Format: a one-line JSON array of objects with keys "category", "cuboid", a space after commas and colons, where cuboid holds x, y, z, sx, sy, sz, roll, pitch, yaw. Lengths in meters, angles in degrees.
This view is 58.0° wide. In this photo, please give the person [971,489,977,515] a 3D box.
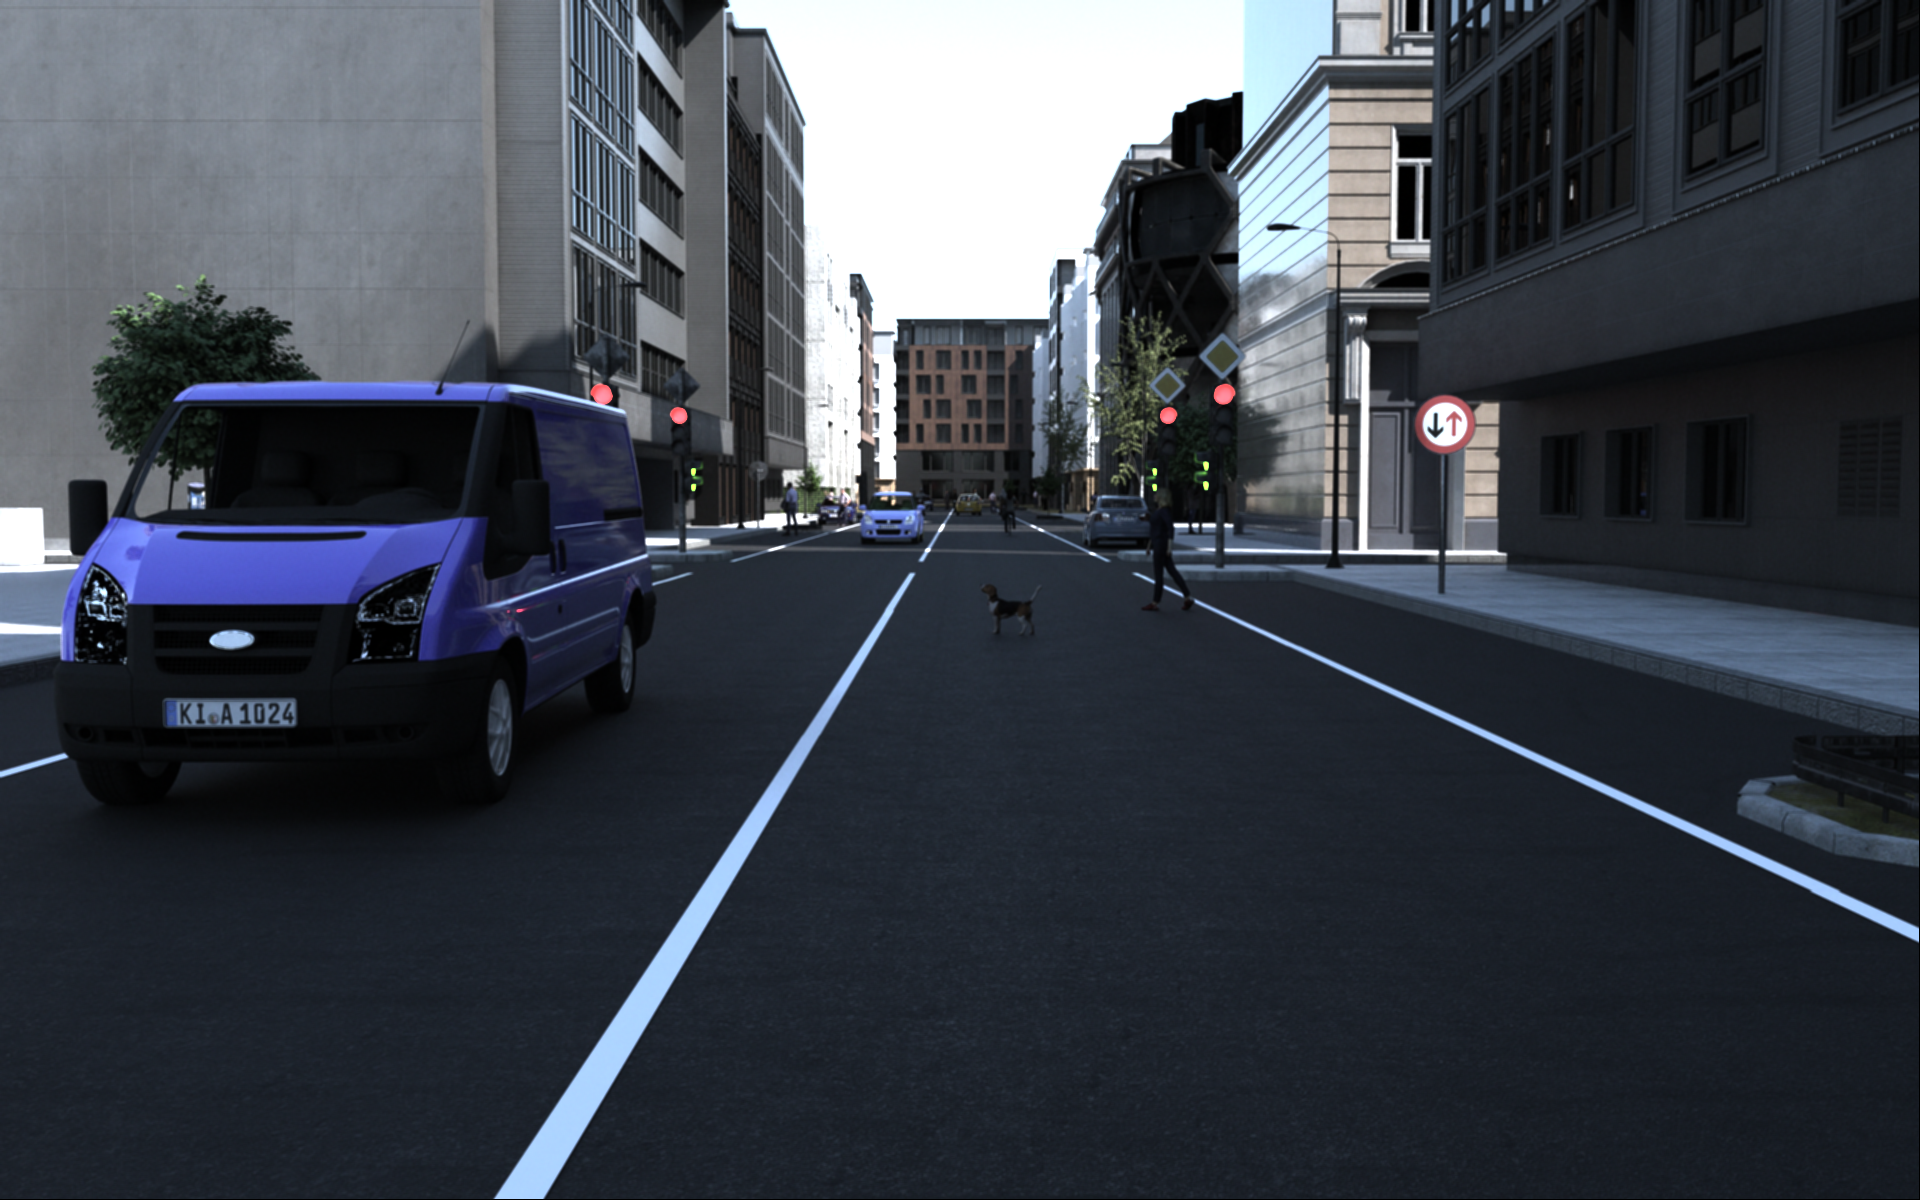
[{"category": "person", "cuboid": [0.964, -6.827, 120.141, 0.705, 1.821, 1.348, -1, 4, -12]}]

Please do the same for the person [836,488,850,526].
[{"category": "person", "cuboid": [-5.248, -4.154, 77.349, 0.436, 1.711, 0.756, -2, 4, -35]}]

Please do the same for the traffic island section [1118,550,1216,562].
[{"category": "traffic island section", "cuboid": [4.536, -0.961, 37.992, 2.009, 0.180, 2.903, 0, 3, 0]}]

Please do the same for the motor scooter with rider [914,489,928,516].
[{"category": "motor scooter with rider", "cuboid": [-2.169, -5.155, 93.248, 0.876, 1.779, 1.986, 0, 4, 1]}]

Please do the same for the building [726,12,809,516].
[{"category": "building", "cuboid": [-16.578, -18.509, 96.132, 14.314, 27.812, 24.014, 0, 3, 0]}]

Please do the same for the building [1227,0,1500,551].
[{"category": "building", "cuboid": [17.881, -15.812, 44.435, 20.117, 28.700, 13.634, 0, 3, 0]}]

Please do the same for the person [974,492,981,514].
[{"category": "person", "cuboid": [1.036, -7.122, 124.925, 1.348, 1.826, 0.705, -3, 4, -39]}]

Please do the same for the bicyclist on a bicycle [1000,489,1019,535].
[{"category": "bicyclist on a bicycle", "cuboid": [1.729, -3.071, 60.229, 1.499, 1.676, 1.625, 0, 4, 2]}]

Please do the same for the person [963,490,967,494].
[{"category": "person", "cuboid": [0.468, -9.620, 165.916, 1.348, 1.807, 0.705, 2, 4, 26]}]

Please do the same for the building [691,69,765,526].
[{"category": "building", "cuboid": [-15.700, -15.061, 75.929, 12.332, 23.373, 15.834, 0, 3, 0]}]

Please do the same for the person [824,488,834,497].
[{"category": "person", "cuboid": [-7.833, -5.878, 103.612, 0.517, 1.644, 0.566, -2, 4, -26]}]

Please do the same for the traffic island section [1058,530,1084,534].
[{"category": "traffic island section", "cuboid": [4.581, -2.465, 63.173, 1.991, 0.108, 1.994, 0, 3, 0]}]

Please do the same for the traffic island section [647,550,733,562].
[{"category": "traffic island section", "cuboid": [-6.105, -0.962, 38.015, 2.009, 0.180, 2.903, 0, 3, 0]}]

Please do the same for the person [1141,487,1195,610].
[{"category": "person", "cuboid": [2.566, -0.630, 21.345, 0.613, 1.512, 0.480, -1, 4, -16]}]

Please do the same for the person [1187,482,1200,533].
[{"category": "person", "cuboid": [7.502, -2.970, 55.429, 0.431, 1.722, 0.655, 0, 4, -3]}]

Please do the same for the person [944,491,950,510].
[{"category": "person", "cuboid": [-1.222, -9.130, 158.324, 0.434, 1.755, 0.990, 2, 4, 32]}]

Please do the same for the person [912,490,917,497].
[{"category": "person", "cuboid": [-4.968, -10.856, 186.005, 1.348, 1.823, 0.705, 1, 4, 19]}]

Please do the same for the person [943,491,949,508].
[{"category": "person", "cuboid": [-1.338, -9.994, 172.420, 0.721, 1.766, 1.217, -2, 4, -30]}]

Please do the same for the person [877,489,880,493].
[{"category": "person", "cuboid": [-7.998, -10.103, 171.215, 1.348, 1.826, 0.705, 1, 4, 15]}]

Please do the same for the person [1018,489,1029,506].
[{"category": "person", "cuboid": [6.961, -11.197, 188.751, 1.348, 1.869, 0.705, 1, 4, 12]}]

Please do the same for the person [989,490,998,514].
[{"category": "person", "cuboid": [2.436, -7.152, 126.381, 0.436, 1.711, 0.756, -2, 4, -32]}]

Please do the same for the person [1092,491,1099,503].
[{"category": "person", "cuboid": [7.107, -4.987, 90.806, 0.421, 1.427, 0.697, 0, 4, -1]}]

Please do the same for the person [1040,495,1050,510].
[{"category": "person", "cuboid": [6.782, -8.034, 137.405, 0.705, 1.823, 1.348, 2, 4, 35]}]

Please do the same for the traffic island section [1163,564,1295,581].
[{"category": "traffic island section", "cuboid": [4.522, -0.473, 30.007, 2.009, 0.180, 2.903, 0, 3, 0]}]

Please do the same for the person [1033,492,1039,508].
[{"category": "person", "cuboid": [7.008, -9.297, 158.983, 0.436, 1.711, 0.756, -1, 4, -17]}]

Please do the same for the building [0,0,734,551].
[{"category": "building", "cuboid": [-16.012, -14.306, 52.975, 14.314, 24.678, 30.058, 0, 3, 0]}]

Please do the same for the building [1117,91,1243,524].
[{"category": "building", "cuboid": [15.719, -13.044, 80.714, 16.820, 18.784, 16.811, 0, 3, 0]}]

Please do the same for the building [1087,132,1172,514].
[{"category": "building", "cuboid": [14.909, -15.860, 101.107, 13.314, 21.916, 24.055, 0, 3, 0]}]

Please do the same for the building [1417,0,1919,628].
[{"category": "building", "cuboid": [14.508, -13.636, 16.456, 14.314, 27.812, 24.014, 0, 3, 0]}]

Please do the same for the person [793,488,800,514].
[{"category": "person", "cuboid": [-10.796, -6.478, 112.898, 0.756, 1.711, 0.436, 3, 5, 43]}]

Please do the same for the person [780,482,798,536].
[{"category": "person", "cuboid": [-5.886, -3.122, 59.420, 0.599, 1.838, 0.709, 3, 4, 38]}]

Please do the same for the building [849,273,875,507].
[{"category": "building", "cuboid": [-25.373, -20.198, 174.211, 32.646, 21.610, 27.936, 0, 3, 0]}]

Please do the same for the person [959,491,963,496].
[{"category": "person", "cuboid": [0.152, -10.840, 186.655, 0.541, 1.710, 0.530, -1, 4, -14]}]

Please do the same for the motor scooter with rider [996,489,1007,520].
[{"category": "motor scooter with rider", "cuboid": [2.439, -5.277, 95.238, 0.876, 1.779, 1.986, 0, 4, 0]}]

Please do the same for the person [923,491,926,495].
[{"category": "person", "cuboid": [-3.175, -8.685, 151.213, 1.217, 1.735, 0.721, 1, 4, 18]}]

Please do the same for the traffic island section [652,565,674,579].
[{"category": "traffic island section", "cuboid": [-6.119, -0.474, 30.030, 2.009, 0.180, 2.903, 0, 3, 0]}]

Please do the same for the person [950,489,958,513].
[{"category": "person", "cuboid": [-0.421, -7.661, 133.784, 0.705, 1.821, 1.348, -2, 4, -24]}]

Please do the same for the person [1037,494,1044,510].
[{"category": "person", "cuboid": [6.876, -8.354, 143.350, 1.217, 1.735, 0.721, -2, 4, -27]}]
